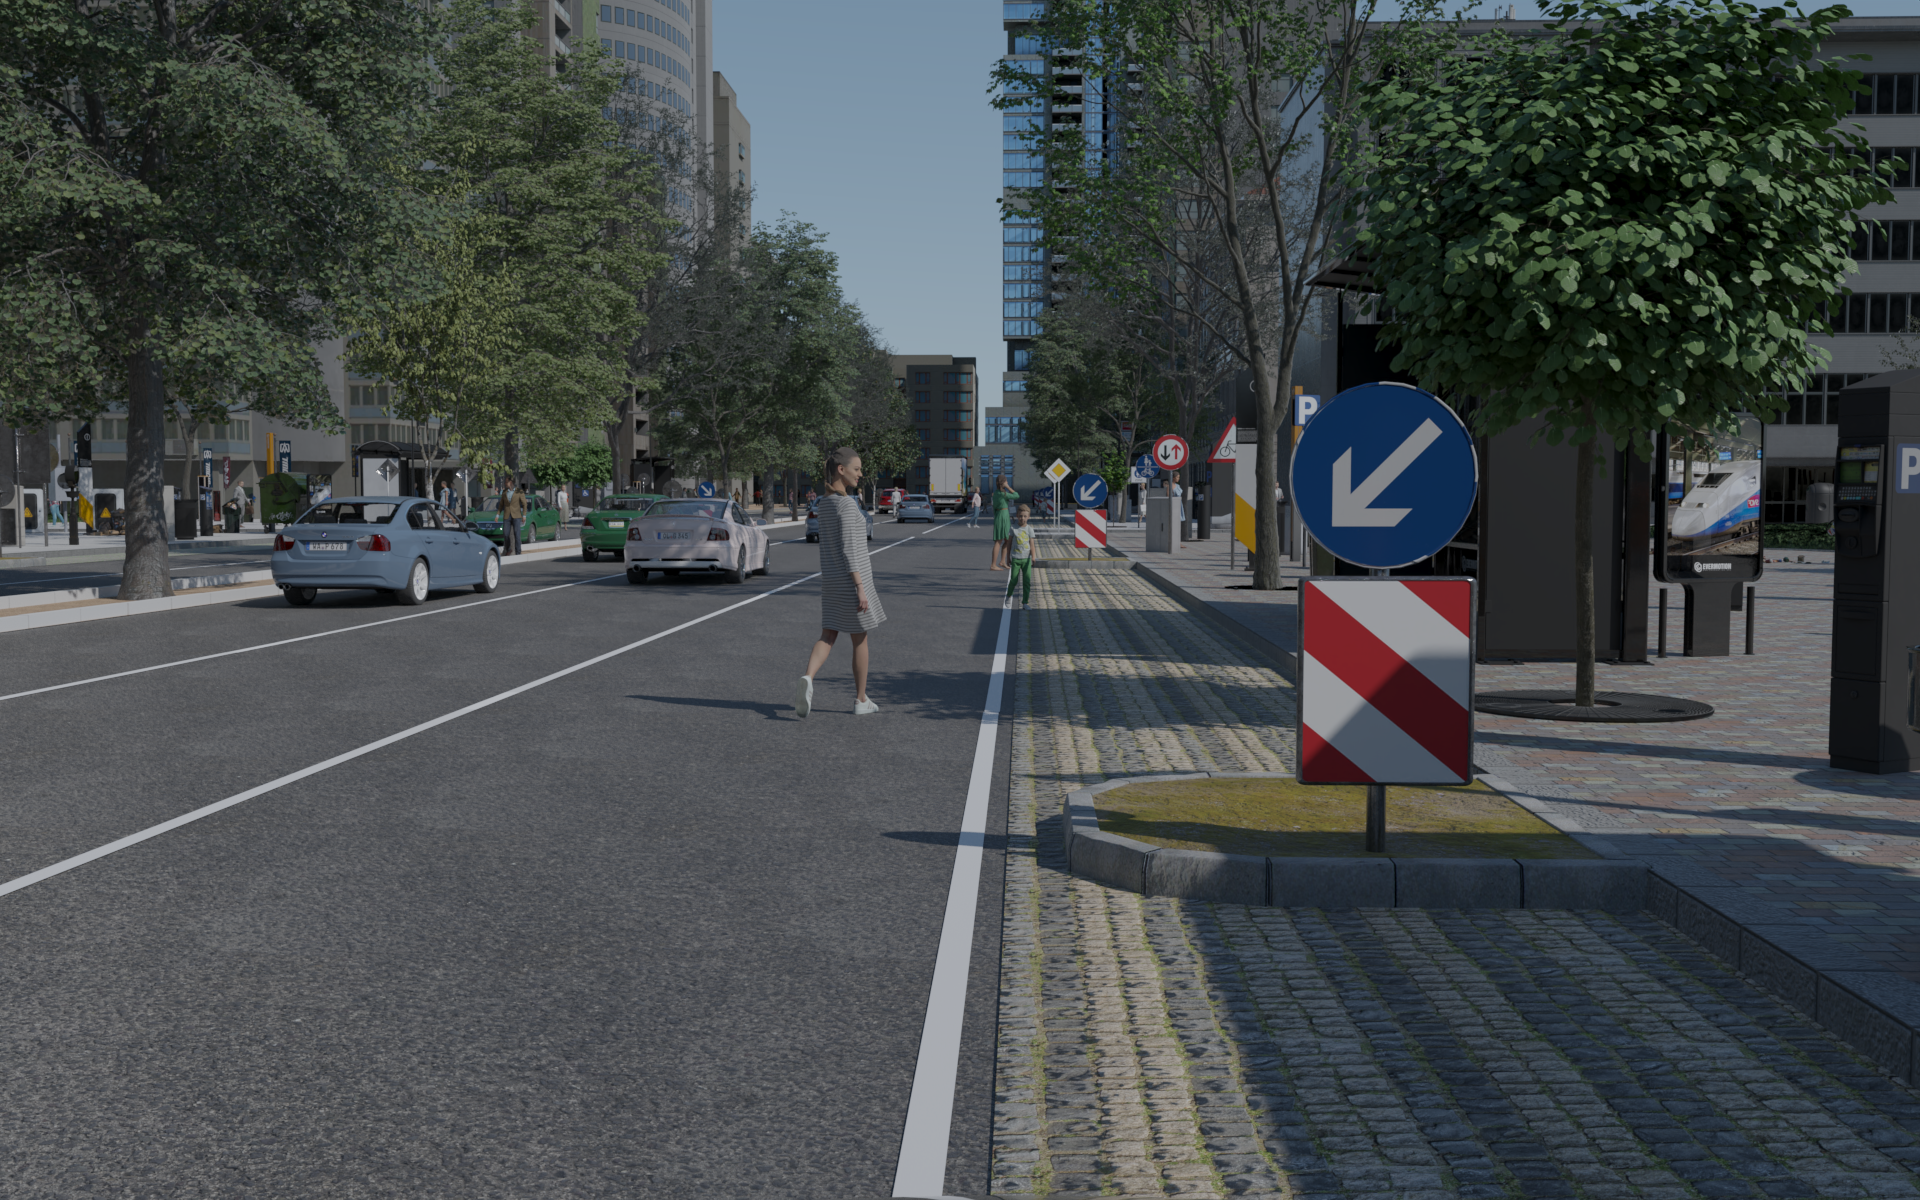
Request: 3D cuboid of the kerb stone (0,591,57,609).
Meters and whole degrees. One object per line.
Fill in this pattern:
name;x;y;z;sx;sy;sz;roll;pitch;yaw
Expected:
kerb stone;-11.896;0.005;22.107;0.120;0.150;1.000;0;4;2

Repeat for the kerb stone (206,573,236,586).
kerb stone;-11.701;-0.304;27.220;0.120;0.150;1.000;0;4;2

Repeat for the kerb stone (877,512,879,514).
kerb stone;-6.046;-6.159;122.923;0.120;0.150;1.000;0;4;2

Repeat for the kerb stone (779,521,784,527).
kerb stone;-7.848;-3.217;74.785;0.120;0.150;1.000;0;4;2

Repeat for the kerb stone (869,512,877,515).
kerb stone;-6.095;-6.098;121.890;0.120;0.150;1.000;0;4;2

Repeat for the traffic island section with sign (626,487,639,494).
traffic island section with sign;-17.196;-5.017;90.659;1.989;1.847;2.006;0;4;2

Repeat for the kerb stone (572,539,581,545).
kerb stone;-10.915;-1.622;48.718;0.120;0.150;1.000;0;4;2

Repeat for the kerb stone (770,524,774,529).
kerb stone;-7.952;-3.029;71.718;0.120;0.150;1.000;0;4;2

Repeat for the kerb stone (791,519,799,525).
kerb stone;-7.647;-3.529;79.908;0.120;0.150;1.000;0;4;2

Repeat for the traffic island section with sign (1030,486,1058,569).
traffic island section with sign;2.411;-1.542;33.839;1.989;1.847;2.006;0;4;2

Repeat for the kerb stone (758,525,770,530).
kerb stone;-7.993;-2.965;70.678;0.120;0.150;1.000;0;4;2

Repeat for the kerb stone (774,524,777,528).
kerb stone;-7.915;-3.089;72.739;0.120;0.150;1.000;0;4;2

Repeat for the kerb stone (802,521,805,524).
kerb stone;-7.567;-3.655;81.955;0.120;0.150;1.000;0;4;2

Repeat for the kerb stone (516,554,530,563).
kerb stone;-9.271;-0.858;36.308;0.120;0.150;1.000;0;4;2

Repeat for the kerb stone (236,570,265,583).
kerb stone;-11.665;-0.369;28.249;0.120;0.150;1.000;0;4;2

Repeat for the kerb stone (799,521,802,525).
kerb stone;-7.609;-3.584;80.931;0.120;0.150;1.000;0;4;2

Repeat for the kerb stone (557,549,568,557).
kerb stone;-9.154;-1.051;39.382;0.120;0.150;1.000;0;4;2

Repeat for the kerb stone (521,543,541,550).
kerb stone;-11.065;-1.367;44.626;0.120;0.150;1.000;0;4;2

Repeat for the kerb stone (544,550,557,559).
kerb stone;-9.188;-0.989;38.360;0.120;0.150;1.000;0;4;2

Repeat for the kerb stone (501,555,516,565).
kerb stone;-9.305;-0.801;35.286;0.120;0.150;1.000;0;4;2

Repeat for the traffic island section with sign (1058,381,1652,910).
traffic island section with sign;1.419;0.106;6.902;1.989;1.847;2.006;0;4;2

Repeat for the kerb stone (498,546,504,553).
kerb stone;-11.137;-1.246;42.573;0.120;0.150;1.000;0;4;2

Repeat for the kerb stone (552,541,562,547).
kerb stone;-10.984;-1.497;46.673;0.120;0.150;1.000;0;4;2

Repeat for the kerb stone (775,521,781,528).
kerb stone;-7.880;-3.154;73.761;0.120;0.150;1.000;0;4;2

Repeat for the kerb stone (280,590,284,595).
kerb stone;-9.685;-0.172;25.041;0.120;0.150;1.000;0;4;2

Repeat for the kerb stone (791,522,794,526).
kerb stone;-7.720;-3.405;77.864;0.120;0.150;1.000;0;4;2

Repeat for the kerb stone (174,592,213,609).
kerb stone;-9.803;0.015;21.958;0.120;0.150;1.000;0;4;2

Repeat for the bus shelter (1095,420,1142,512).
bus shelter;8.351;-7.011;92.256;2.179;5.291;8.768;0;4;2

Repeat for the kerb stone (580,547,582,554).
kerb stone;-9.074;-1.176;41.425;0.120;0.150;1.000;0;4;2

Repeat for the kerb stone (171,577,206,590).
kerb stone;-11.740;-0.245;26.199;0.120;0.150;1.000;0;4;2

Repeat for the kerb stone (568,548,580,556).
kerb stone;-9.112;-1.114;40.403;0.120;0.150;1.000;0;4;2

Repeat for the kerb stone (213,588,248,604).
kerb stone;-9.760;-0.044;22.979;0.120;0.150;1.000;0;4;2

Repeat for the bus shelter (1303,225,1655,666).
bus shelter;4.528;-1.514;16.032;1.731;3.624;6.357;0;4;2

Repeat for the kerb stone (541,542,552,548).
kerb stone;-11.015;-1.434;45.647;0.120;0.150;1.000;0;4;2

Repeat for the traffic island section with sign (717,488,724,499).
traffic island section with sign;-16.207;-6.676;117.783;1.989;1.847;2.006;0;4;2

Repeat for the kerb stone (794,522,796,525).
kerb stone;-7.688;-3.467;78.887;0.120;0.150;1.000;0;4;2

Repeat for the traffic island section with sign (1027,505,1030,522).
traffic island section with sign;4.464;-4.911;88.925;1.989;1.847;2.006;0;4;2

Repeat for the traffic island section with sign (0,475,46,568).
traffic island section with sign;-19.299;-1.564;34.198;1.989;1.847;2.006;0;4;2

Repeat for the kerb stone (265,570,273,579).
kerb stone;-11.629;-0.432;29.271;0.120;0.150;1.000;0;4;2

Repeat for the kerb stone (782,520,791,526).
kerb stone;-7.757;-3.337;76.828;0.120;0.150;1.000;0;4;2

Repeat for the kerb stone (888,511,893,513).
kerb stone;-5.480;-7.099;138.268;0.120;0.150;1.000;0;4;2

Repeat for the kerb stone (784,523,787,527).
kerb stone;-7.805;-3.279;75.807;0.120;0.150;1.000;0;4;2

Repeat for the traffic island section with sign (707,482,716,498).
traffic island section with sign;-9.266;-3.428;64.186;2.006;1.907;1.989;0;4;2

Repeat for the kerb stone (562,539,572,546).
kerb stone;-10.940;-1.560;47.694;0.120;0.150;1.000;0;4;2

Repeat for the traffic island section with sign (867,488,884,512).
traffic island section with sign;-6.487;-8.021;139.273;2.006;1.907;1.989;0;4;2

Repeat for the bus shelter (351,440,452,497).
bus shelter;-21.728;-4.511;67.674;2.014;3.302;5.546;0;4;2

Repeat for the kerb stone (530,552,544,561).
kerb stone;-9.227;-0.926;37.339;0.120;0.150;1.000;0;4;2

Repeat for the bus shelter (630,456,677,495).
bus shelter;-19.548;-7.299;110.616;1.731;3.624;6.357;0;4;2

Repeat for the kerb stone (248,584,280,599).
kerb stone;-9.729;-0.105;24.001;0.120;0.150;1.000;0;4;2

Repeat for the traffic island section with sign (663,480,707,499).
traffic island section with sign;-9.550;-2.975;56.784;2.006;1.907;1.989;0;4;2

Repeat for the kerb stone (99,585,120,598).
kerb stone;-11.818;-0.120;24.155;0.120;0.150;1.000;0;4;2

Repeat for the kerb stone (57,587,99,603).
kerb stone;-11.863;-0.057;23.129;0.120;0.150;1.000;0;4;2
